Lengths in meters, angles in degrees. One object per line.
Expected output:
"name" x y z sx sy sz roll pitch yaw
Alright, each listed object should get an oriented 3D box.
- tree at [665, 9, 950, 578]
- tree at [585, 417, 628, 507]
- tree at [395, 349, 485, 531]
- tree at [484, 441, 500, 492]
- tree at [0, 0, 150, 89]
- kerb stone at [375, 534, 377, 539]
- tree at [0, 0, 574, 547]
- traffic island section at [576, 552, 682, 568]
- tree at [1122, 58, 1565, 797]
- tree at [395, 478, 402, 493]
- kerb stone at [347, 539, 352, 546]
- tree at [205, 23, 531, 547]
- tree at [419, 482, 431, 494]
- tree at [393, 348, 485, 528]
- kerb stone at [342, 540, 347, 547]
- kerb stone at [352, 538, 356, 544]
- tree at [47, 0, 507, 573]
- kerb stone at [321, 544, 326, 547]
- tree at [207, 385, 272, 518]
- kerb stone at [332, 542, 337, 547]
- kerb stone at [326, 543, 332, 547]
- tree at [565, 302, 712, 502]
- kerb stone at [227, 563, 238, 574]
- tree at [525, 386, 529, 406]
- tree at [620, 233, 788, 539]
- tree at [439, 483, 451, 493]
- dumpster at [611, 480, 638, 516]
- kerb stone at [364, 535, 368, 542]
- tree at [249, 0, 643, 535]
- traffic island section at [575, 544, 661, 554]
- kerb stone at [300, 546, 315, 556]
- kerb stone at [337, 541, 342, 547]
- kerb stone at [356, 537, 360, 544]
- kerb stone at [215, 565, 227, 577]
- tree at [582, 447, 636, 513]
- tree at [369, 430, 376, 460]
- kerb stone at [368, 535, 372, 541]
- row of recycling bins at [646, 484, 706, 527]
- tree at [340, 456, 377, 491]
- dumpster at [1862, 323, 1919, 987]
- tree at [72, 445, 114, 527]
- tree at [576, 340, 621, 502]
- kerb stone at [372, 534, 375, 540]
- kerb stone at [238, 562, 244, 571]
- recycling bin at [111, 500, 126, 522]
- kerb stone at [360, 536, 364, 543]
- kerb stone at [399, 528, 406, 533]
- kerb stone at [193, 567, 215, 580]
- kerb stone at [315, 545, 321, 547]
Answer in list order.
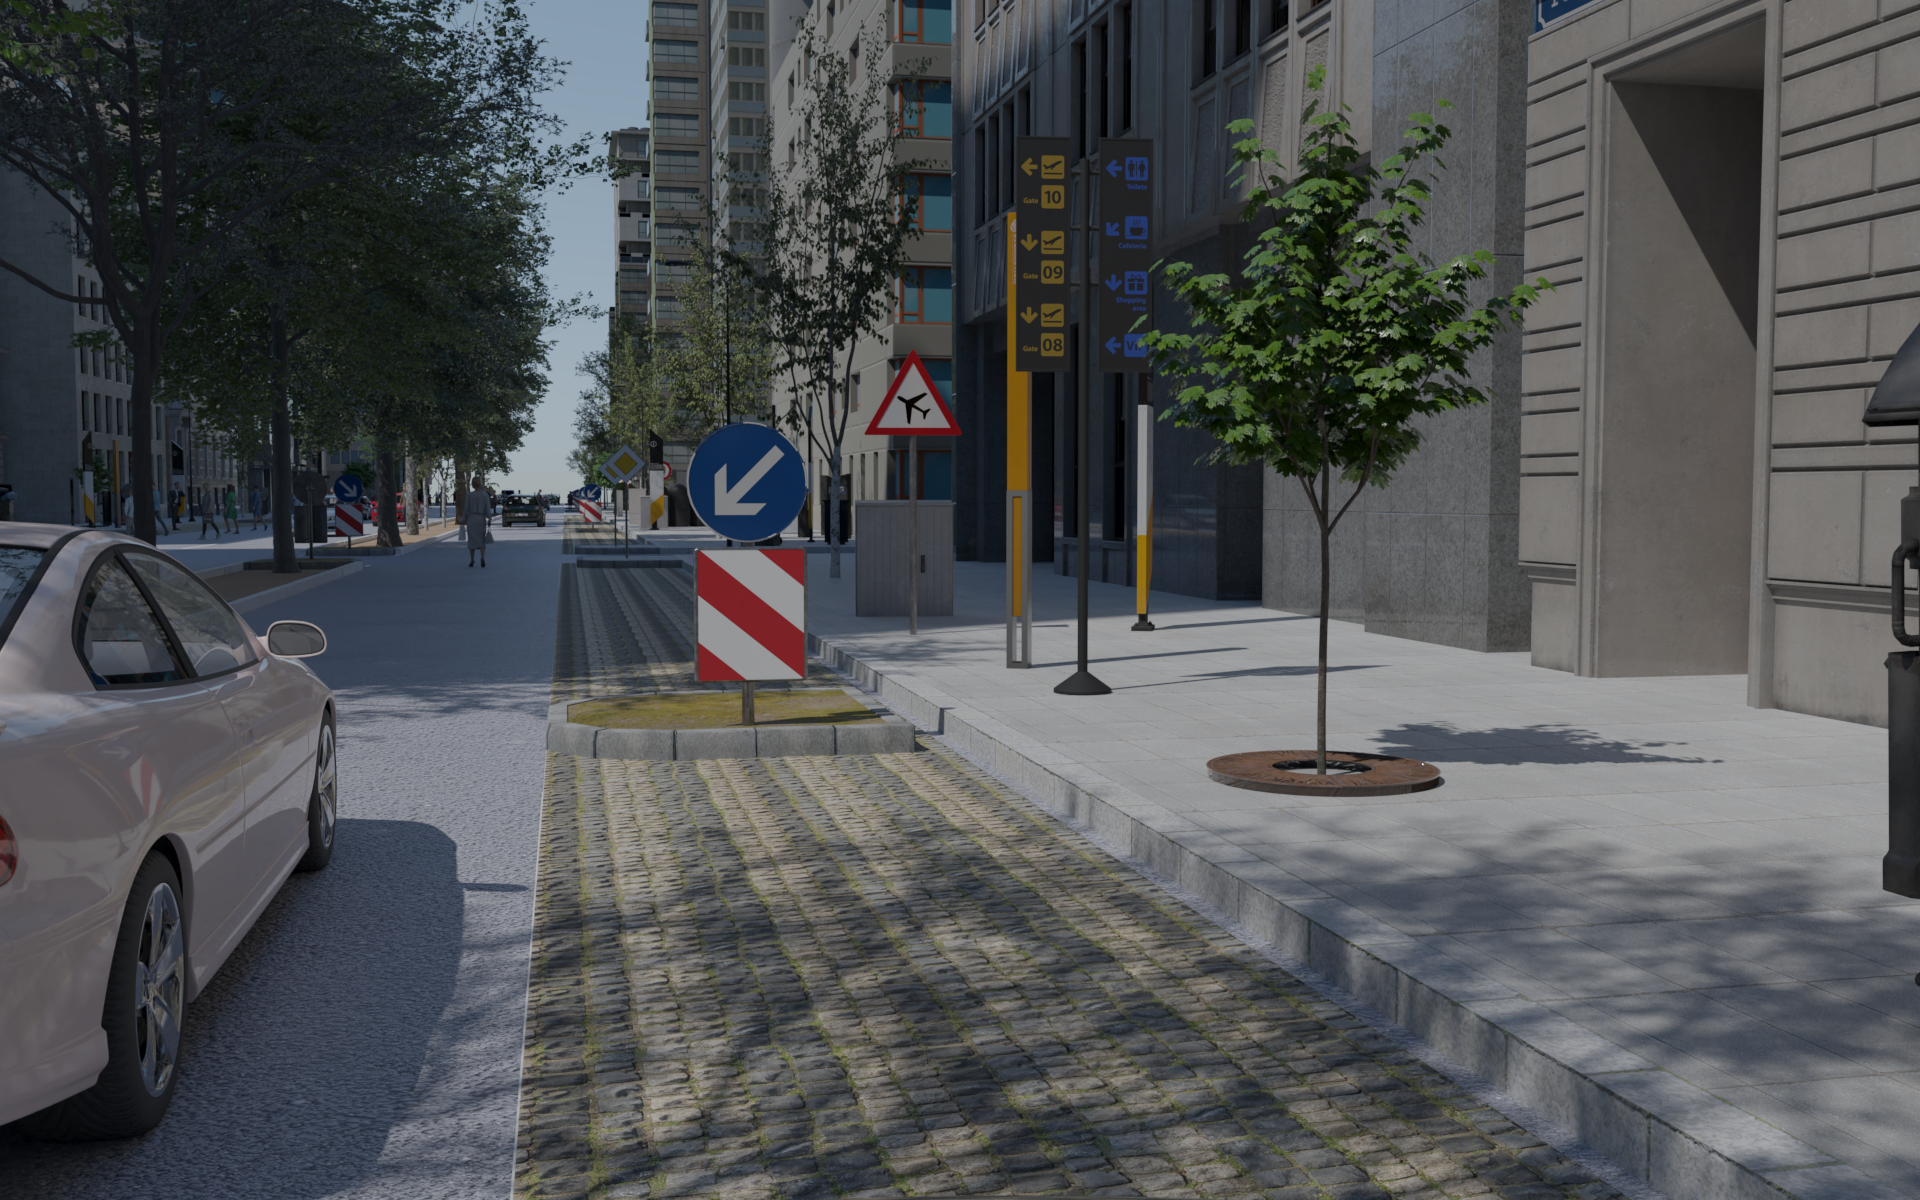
"tree" -2.063 -4.656 26.484 4.360 8.622 3.978 0 3 0
"tree" -31.098 -12.345 152.203 4.360 8.622 3.978 0 3 0
"tree" -20.774 -6.994 67.174 4.360 8.622 3.978 0 3 0
"tree" -24.784 -8.203 86.931 4.360 8.622 3.978 0 3 0
"tree" -7.747 -5.011 10.137 9.928 11.665 9.643 0 3 0
"kerb stone" -18.509 -1.982 54.603 0.120 0.150 1.000 -1 4 -13
"tree" -10.001 -6.610 20.897 12.009 13.543 11.850 0 3 0
"traffic island section" -6.642 -0.756 34.645 2.009 0.180 2.903 -1 4 -13
"tree" 1.614 -0.812 7.875 1.663 3.219 1.824 0 3 0
"tree" -57.111 -10.966 173.889 1.663 3.219 1.824 0 3 0
"kerb stone" -16.911 -1.552 47.600 0.120 0.150 1.000 -1 4 -13
"tree" -15.472 -8.406 46.543 9.857 13.997 8.962 0 3 0
"tree" -67.540 -13.737 219.196 1.663 3.219 1.824 0 3 0
"tree" -21.746 -7.330 72.671 4.737 8.622 4.395 0 3 0
"kerb stone" -16.694 -1.493 46.601 0.120 0.150 1.000 -1 4 -13
"kerb stone" -17.155 -1.615 48.602 0.120 0.150 1.000 -1 4 -13
"tree" -12.012 -6.726 30.550 7.486 12.596 7.792 0 3 0
"kerb stone" -15.783 -1.248 42.599 0.120 0.150 1.000 -1 4 -13
"tree" -38.441 -8.736 93.197 4.737 8.622 4.395 0 3 0
"kerb stone" -16.236 -1.366 44.609 0.120 0.150 1.000 -1 4 -13
"kerb stone" -16.005 -1.309 43.607 0.120 0.150 1.000 -1 4 -13
"tree" -15.576 -9.195 84.749 7.601 10.594 8.767 0 4 -7
"kerb stone" -13.143 -0.539 31.056 0.120 0.150 1.000 -1 4 -13
"tree" -26.778 -10.128 93.802 9.928 11.665 9.643 0 3 0
"tree" -6.820 -6.020 48.783 4.737 8.622 4.395 0 3 0
"tree" -75.297 -15.827 253.364 1.663 3.219 1.824 0 3 0
"dumpster" -19.415 -5.978 100.230 1.502 2.255 1.985 -1 4 -13
"kerb stone" -17.827 -1.799 51.604 0.120 0.150 1.000 -1 4 -13
"tree" -17.569 -12.258 58.761 12.611 20.169 13.585 0 3 0
"traffic island section" -8.414 -1.232 42.432 2.009 0.180 2.903 -1 4 -13
"kerb stone" -15.322 -1.126 40.598 0.120 0.150 1.000 -1 4 -13
"kerb stone" -16.468 -1.428 45.604 0.120 0.150 1.000 -1 4 -13
"kerb stone" -17.371 -1.675 49.606 0.120 0.150 1.000 -1 4 -13
"kerb stone" -12.926 -0.479 30.057 0.120 0.150 1.000 -1 4 -13
"tree" -23.884 -8.313 119.637 4.285 4.588 4.351 0 3 0
"tree" -55.885 -13.403 169.503 4.737 8.622 4.395 0 3 0
"kerb stone" -18.059 -1.860 52.606 0.120 0.150 1.000 -1 4 -13
"row of recycling bins" -10.691 -3.740 68.268 3.534 1.692 1.069 -3 4 -38
"tree" -52.371 -10.225 150.891 4.285 4.588 4.351 0 3 0
"dumpster" 2.695 0.172 2.939 1.264 1.857 1.865 -1 4 -13
"tree" -33.862 -4.489 67.991 1.663 3.219 1.824 0 3 0
"tree" -14.362 -7.798 77.858 4.737 8.622 4.395 0 3 0
"kerb stone" -18.291 -1.921 53.602 0.120 0.150 1.000 -1 4 -13
"kerb stone" -13.384 -0.602 32.050 0.120 0.150 1.000 -1 4 -13
"recycling bin" -38.169 -4.055 78.848 0.722 1.027 0.722 3 5 39
"kerb stone" -17.602 -1.736 50.607 0.120 0.150 1.000 -1 4 -13
"kerb stone" -20.787 -2.590 64.594 0.120 0.150 1.000 -1 4 -13
"kerb stone" -12.697 -0.419 29.054 0.120 0.150 1.000 -1 4 -13
"kerb stone" -15.548 -1.187 41.604 0.120 0.150 1.000 -1 4 -13
